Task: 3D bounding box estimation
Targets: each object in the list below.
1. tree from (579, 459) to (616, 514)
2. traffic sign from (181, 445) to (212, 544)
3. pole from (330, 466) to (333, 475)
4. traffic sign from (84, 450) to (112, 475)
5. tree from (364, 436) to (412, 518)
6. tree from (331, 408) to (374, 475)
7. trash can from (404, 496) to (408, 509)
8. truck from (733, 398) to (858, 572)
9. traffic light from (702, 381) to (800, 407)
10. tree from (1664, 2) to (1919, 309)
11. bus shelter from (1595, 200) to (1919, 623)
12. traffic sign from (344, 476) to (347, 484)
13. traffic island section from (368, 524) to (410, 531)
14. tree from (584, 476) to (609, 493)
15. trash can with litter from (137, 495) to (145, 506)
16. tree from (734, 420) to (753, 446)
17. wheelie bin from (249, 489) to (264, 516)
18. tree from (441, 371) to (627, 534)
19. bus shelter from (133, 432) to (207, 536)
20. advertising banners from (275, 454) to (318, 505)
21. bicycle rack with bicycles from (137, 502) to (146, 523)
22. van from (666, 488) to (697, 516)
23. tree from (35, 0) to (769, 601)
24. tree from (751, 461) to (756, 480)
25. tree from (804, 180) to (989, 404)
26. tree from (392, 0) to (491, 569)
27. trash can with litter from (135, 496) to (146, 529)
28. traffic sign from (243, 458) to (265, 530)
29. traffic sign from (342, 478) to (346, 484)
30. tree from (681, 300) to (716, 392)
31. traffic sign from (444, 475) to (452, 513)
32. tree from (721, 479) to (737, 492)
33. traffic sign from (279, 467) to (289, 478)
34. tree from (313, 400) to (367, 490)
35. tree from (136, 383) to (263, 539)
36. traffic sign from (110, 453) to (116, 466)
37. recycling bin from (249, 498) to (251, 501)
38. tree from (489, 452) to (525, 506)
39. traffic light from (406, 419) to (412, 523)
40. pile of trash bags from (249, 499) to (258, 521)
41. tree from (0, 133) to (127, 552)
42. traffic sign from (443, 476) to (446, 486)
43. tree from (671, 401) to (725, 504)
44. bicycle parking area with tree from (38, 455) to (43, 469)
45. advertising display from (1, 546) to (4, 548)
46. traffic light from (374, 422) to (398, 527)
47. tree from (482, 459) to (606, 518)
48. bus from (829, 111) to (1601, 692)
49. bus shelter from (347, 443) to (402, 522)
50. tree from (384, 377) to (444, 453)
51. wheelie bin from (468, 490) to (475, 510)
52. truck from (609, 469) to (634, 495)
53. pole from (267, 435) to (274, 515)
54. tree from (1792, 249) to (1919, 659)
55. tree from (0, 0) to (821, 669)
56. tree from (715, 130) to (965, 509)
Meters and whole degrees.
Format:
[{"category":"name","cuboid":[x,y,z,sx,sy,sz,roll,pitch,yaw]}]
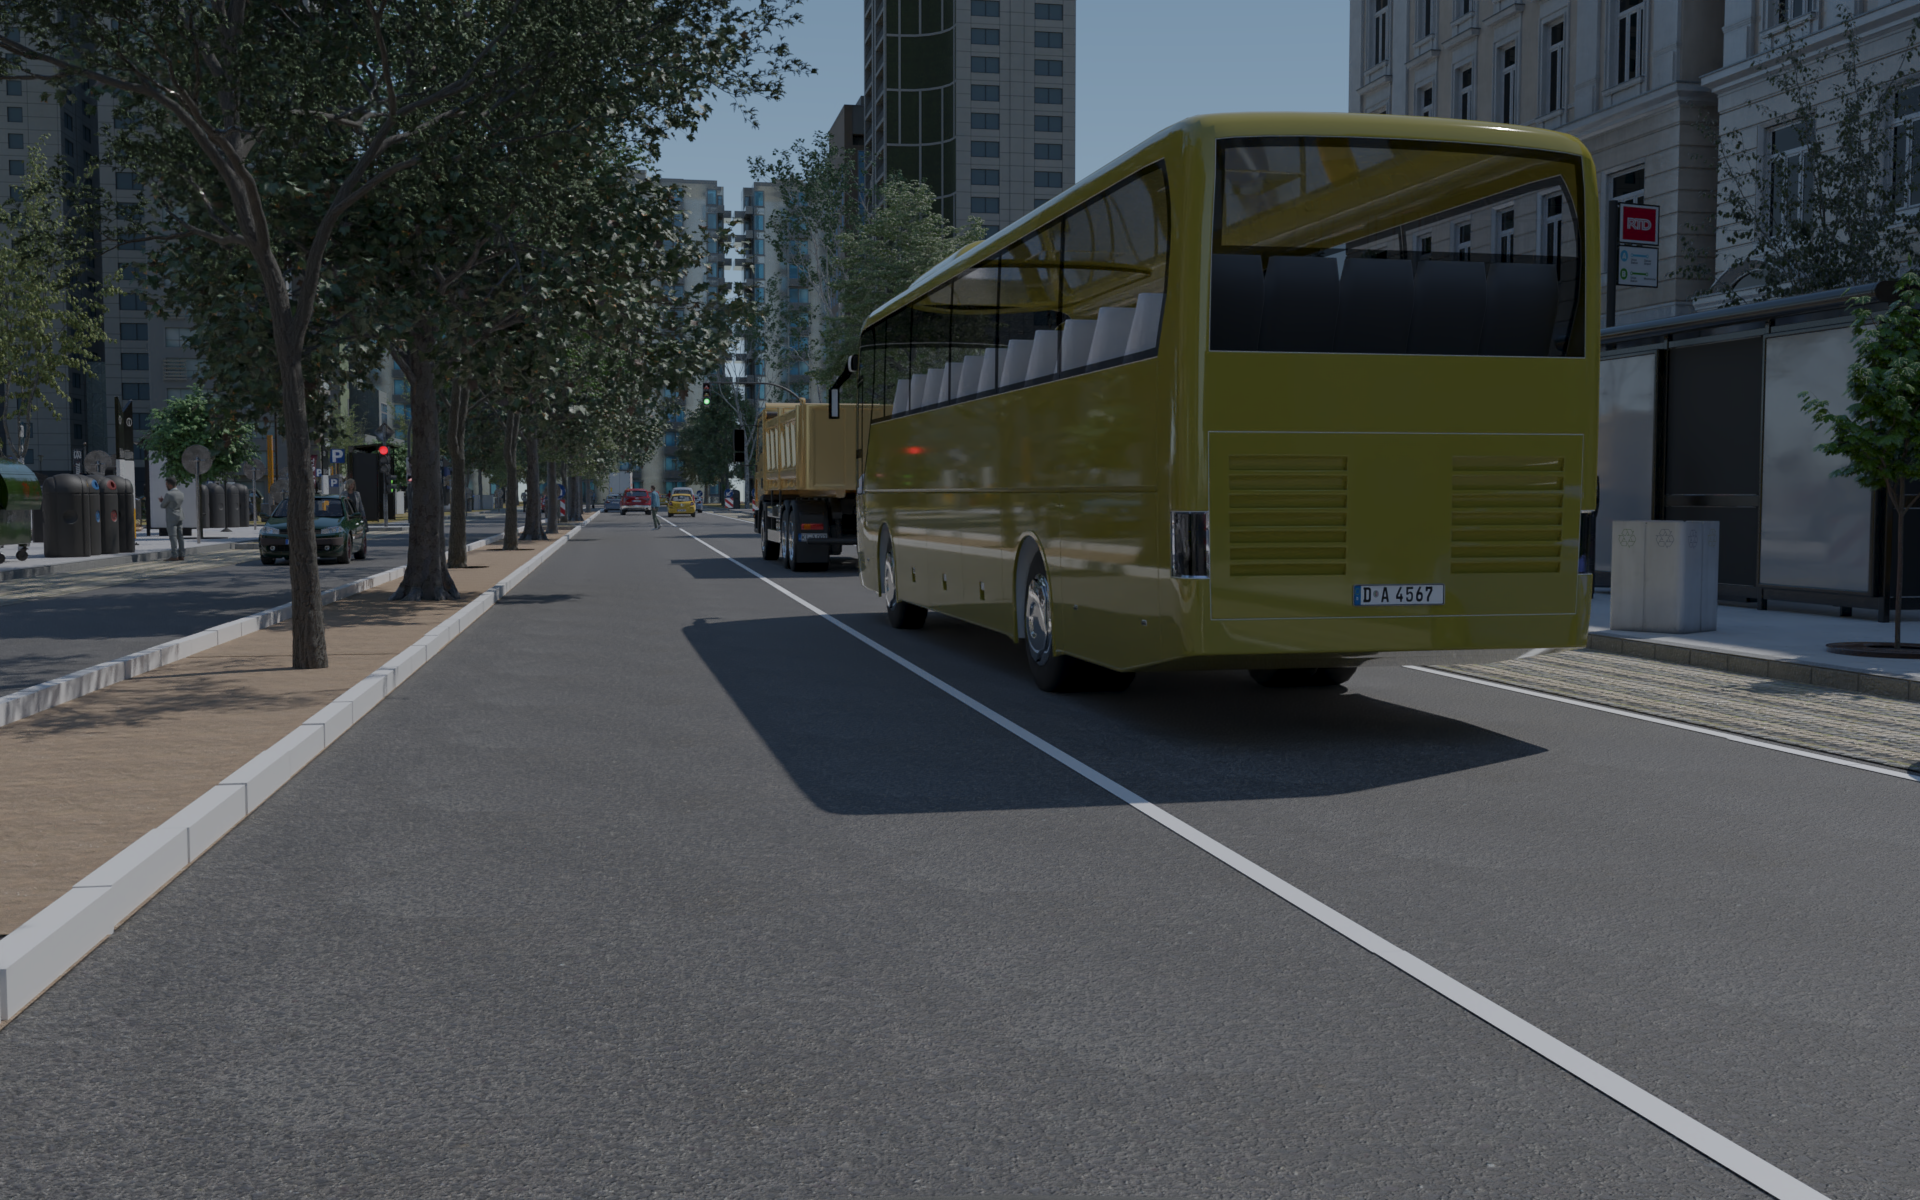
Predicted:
[{"category":"tree","cuboid":[-26.607,-12.750,121.296,12.009,13.543,11.850,0,3,0]},{"category":"traffic sign","cuboid":[-19.729,-2.734,44.813,0.768,2.556,0.104,0,4,-8]},{"category":"pole","cuboid":[-45.763,-8.096,126.208,0.158,3.312,0.155,0,3,0]},{"category":"traffic sign","cuboid":[-25.002,-3.068,50.261,0.768,2.556,0.104,-1,4,-10]},{"category":"tree","cuboid":[-30.747,-6.687,93.050,4.285,4.588,4.351,0,3,0]},{"category":"tree","cuboid":[-50.602,-11.886,144.702,4.360,8.622,3.978,0,3,0]},{"category":"trash can","cuboid":[-46.762,-8.199,145.703,0.748,1.137,0.748,0,3,0]},{"category":"truck","cuboid":[-2.650,-2.436,35.749,3.469,3.379,9.791,-1,4,-12]},{"category":"traffic light","cuboid":[-8.049,-5.855,70.400,4.771,5.953,1.251,-1,4,-11]},{"category":"tree","cuboid":[12.830,-4.585,25.331,4.360,8.622,3.978,0,3,0]},{"category":"bus shelter","cuboid":[9.160,-2.678,21.424,2.179,5.291,8.768,-1,4,-11]},{"category":"traffic sign","cuboid":[-35.319,-6.050,100.100,0.795,2.450,0.064,0,4,-4]},{"category":"traffic island section","cuboid":[-22.503,-2.787,67.851,2.009,0.180,2.903,-1,4,-11]},{"category":"tree","cuboid":[-29.660,-11.327,138.015,4.737,8.622,4.395,0,3,0]},{"category":"trash can with litter","cuboid":[-64.556,-7.633,136.183,0.624,1.170,1.055,2,4,26]},{"category":"tree","cuboid":[-26.095,-16.141,189.662,9.928,11.665,9.643,0,3,0]},{"category":"wheelie bin","cuboid":[-41.081,-5.702,101.134,0.693,1.594,0.980,-1,4,-13]},{"category":"tree","cuboid":[-14.924,-8.688,62.627,7.486,12.596,7.792,0,3,0]},{"category":"bus shelter","cuboid":[-24.580,-3.760,55.398,2.014,3.302,5.546,-1,4,-11]},{"category":"advertising banners","cuboid":[-29.105,-4.877,75.920,0.090,3.025,2.074,3,5,42]},{"category":"bicycle rack with bicycles","cuboid":[-37.377,-3.934,77.701,2.925,0.926,2.852,1,4,14]},{"category":"van","cuboid":[-18.159,-6.494,113.195,2.013,2.044,4.112,-1,4,-10]},{"category":"tree","cuboid":[-7.249,-6.347,23.237,9.611,12.733,9.660,0,3,0]},{"category":"tree","cuboid":[-12.537,-8.159,117.119,4.285,4.588,4.351,0,3,0]},{"category":"tree","cuboid":[-1.843,-8.900,63.648,7.486,12.596,7.792,0,3,0]},{"category":"tree","cuboid":[-9.537,-6.400,32.861,9.928,11.665,9.643,0,3,0]},{"category":"trash can with litter","cuboid":[-30.636,-3.202,63.406,1.678,1.210,2.233,2,4,28]},{"category":"traffic sign","cuboid":[-25.260,-3.786,61.999,0.768,2.556,0.104,0,4,-4]},{"category":"traffic sign","cuboid":[-34.930,-5.884,97.385,0.795,2.450,0.064,0,4,-5]},{"category":"tree","cuboid":[-17.884,-17.886,148.322,12.611,20.169,13.585,0,3,0]},{"category":"traffic sign","cuboid":[-33.663,-6.993,114.448,0.768,2.556,0.104,0,4,-6]},{"category":"tree","cuboid":[-23.676,-11.198,177.682,1.663,3.219,1.824,0,3,0]},{"category":"traffic sign","cuboid":[-30.954,-4.874,79.794,0.768,2.556,0.104,-1,4,-9]},{"category":"tree","cuboid":[-47.281,-11.141,132.518,4.737,8.622,4.395,0,3,0]},{"category":"tree","cuboid":[-21.933,-4.037,49.727,4.285,4.588,4.351,0,3,0]},{"category":"traffic sign","cuboid":[-26.153,-3.287,53.849,0.768,2.556,0.104,0,4,-1]},{"category":"recycling bin","cuboid":[-47.723,-6.408,117.332,0.722,1.027,0.722,-2,4,-29]},{"category":"tree","cuboid":[-47.188,-14.068,180.370,4.737,8.622,4.395,0,3,0]},{"category":"traffic light","cuboid":[-21.955,-6.197,75.995,4.771,5.953,1.251,-1,4,-11]},{"category":"pile of trash bags","cuboid":[-34.823,-4.378,81.340,3.447,1.369,1.912,-1,4,-23]},{"category":"tree","cuboid":[-19.534,-5.230,35.879,4.737,8.622,4.395,0,3,0]},{"category":"traffic sign","cuboid":[-36.490,-7.456,122.003,0.768,2.556,0.104,0,4,-1]},{"category":"tree","cuboid":[-33.338,-19.562,226.500,9.857,13.997,8.962,0,3,0]},{"category":"bicycle parking area with tree","cuboid":[-65.735,-8.711,129.430,8.231,4.147,9.016,-1,4,-23]},{"category":"advertising display","cuboid":[-23.173,-2.196,41.116,0.974,1.923,0.123,0,4,3]},{"category":"traffic light","cuboid":[-22.462,-4.820,67.725,0.839,4.253,0.868,-1,4,-11]},{"category":"tree","cuboid":[-23.003,-11.791,101.898,9.857,13.997,8.962,0,3,0]},{"category":"bus","cuboid":[1.114,-1.465,15.498,2.896,3.916,12.252,-1,4,-12]},{"category":"bus shelter","cuboid":[-27.649,-5.547,81.969,1.731,3.624,6.357,-1,4,-11]},{"category":"tree","cuboid":[-32.426,-9.422,104.413,4.737,8.622,4.395,0,3,0]},{"category":"wheelie bin","cuboid":[-38.854,-7.902,137.101,0.980,1.594,0.693,0,4,-1]},{"category":"truck","cuboid":[-39.457,-13.011,201.647,2.839,4.237,11.283,-1,4,-9]},{"category":"pole","cuboid":[-23.868,-4.045,59.987,0.158,3.312,0.155,0,3,0]},{"category":"tree","cuboid":[7.414,-1.175,13.817,1.663,3.219,1.824,0,3,0]},{"category":"tree","cuboid":[-5.372,-4.731,14.228,8.767,10.594,7.601,-1,4,-11]},{"category":"tree","cuboid":[-5.666,-14.242,88.738,12.611,20.169,13.585,0,3,0]}]
